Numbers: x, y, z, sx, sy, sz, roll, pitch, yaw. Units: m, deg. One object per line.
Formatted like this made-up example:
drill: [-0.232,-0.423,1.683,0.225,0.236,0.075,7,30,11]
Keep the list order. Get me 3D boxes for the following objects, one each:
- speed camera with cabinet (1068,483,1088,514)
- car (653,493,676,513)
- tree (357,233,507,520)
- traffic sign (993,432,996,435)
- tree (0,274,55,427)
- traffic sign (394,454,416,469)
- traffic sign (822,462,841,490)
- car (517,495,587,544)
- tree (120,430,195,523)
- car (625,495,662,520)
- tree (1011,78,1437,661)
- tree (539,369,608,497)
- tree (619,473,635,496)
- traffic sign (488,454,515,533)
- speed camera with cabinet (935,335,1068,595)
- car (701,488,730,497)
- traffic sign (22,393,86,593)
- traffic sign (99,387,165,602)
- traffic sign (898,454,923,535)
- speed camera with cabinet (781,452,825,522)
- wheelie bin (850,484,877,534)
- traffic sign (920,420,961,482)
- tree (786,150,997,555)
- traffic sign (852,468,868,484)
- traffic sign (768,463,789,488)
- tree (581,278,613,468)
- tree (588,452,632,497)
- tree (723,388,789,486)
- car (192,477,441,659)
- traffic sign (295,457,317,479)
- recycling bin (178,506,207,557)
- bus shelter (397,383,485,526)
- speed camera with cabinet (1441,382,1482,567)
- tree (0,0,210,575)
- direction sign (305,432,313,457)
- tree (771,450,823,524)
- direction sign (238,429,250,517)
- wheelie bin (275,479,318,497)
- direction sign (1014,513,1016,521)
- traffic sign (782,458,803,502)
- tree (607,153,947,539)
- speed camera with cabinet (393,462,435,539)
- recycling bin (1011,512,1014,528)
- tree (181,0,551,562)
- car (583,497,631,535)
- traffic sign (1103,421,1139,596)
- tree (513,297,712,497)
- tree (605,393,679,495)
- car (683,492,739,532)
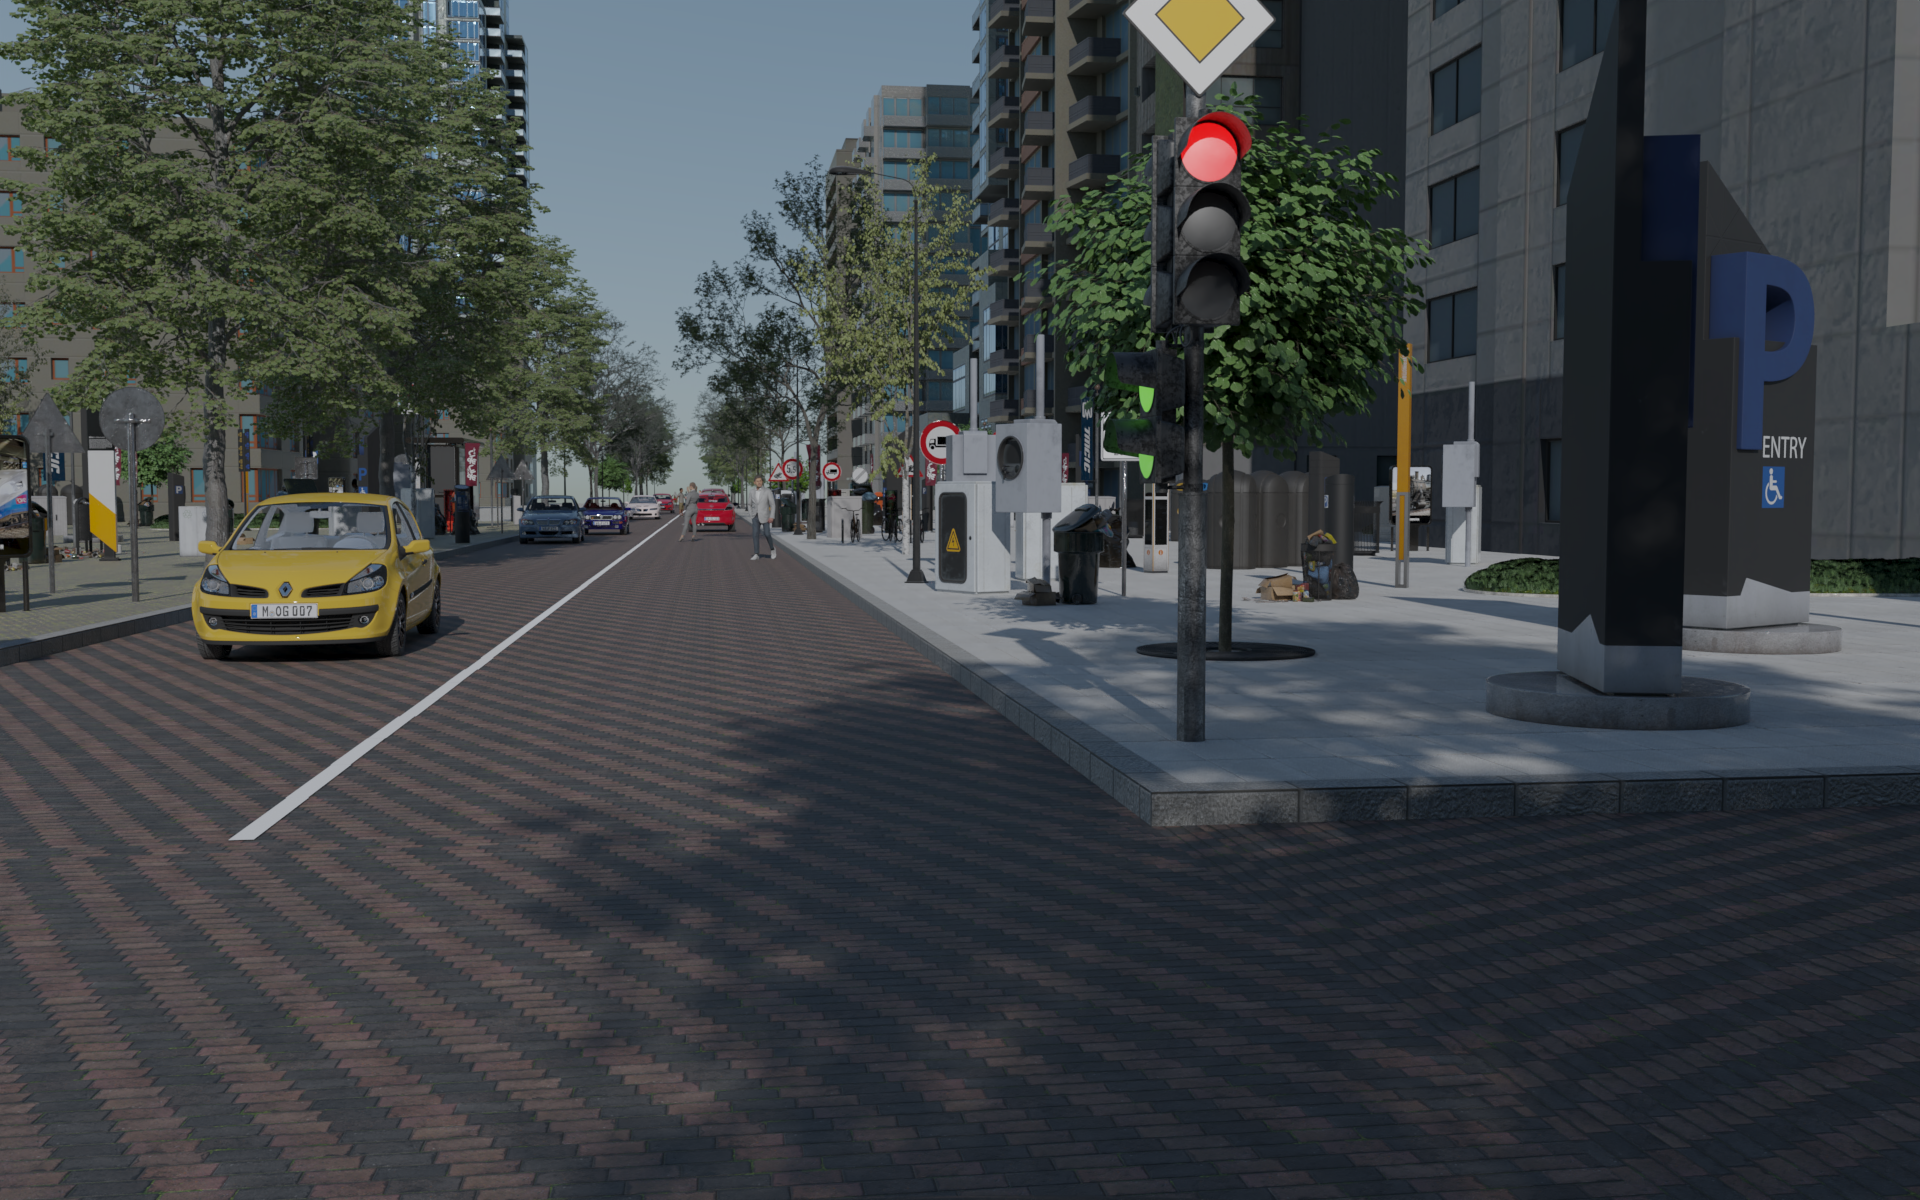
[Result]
speed camera with cabinet: [0.841,-1.917,25.680,2.038,3.252,0.660,-1,4,-11]
car: [-22.338,-7.384,129.770,2.155,1.783,4.494,0,4,-7]
tree: [-14.307,-5.844,45.908,4.360,8.622,3.978,0,3,0]
traffic sign: [0.917,-2.014,33.035,0.768,2.556,0.104,0,4,-4]
tree: [-32.295,-6.534,57.198,4.360,8.622,3.978,0,3,0]
traffic sign: [-17.696,-3.364,55.102,0.768,2.556,0.104,0,4,-2]
traffic sign: [-5.098,-4.208,68.911,0.768,2.556,0.104,0,4,-4]
car: [-12.119,-2.419,51.549,2.014,1.417,4.499,-1,4,-10]
tree: [-33.786,-5.421,72.347,4.285,4.588,4.351,0,3,0]
car: [-18.000,-5.270,98.520,2.083,1.381,4.827,-1,4,-9]
tree: [2.058,-1.844,13.868,4.285,4.588,4.351,0,3,0]
tree: [-25.464,-11.364,120.214,8.767,10.594,7.601,0,4,8]
tree: [-29.720,-9.831,155.334,1.663,3.219,1.824,0,3,0]
traffic sign: [-14.921,-3.448,56.372,0.884,2.594,0.081,0,4,-2]
speed camera with cabinet: [0.455,-1.695,22.053,0.660,3.252,2.038,-2,4,-34]
car: [-16.656,-6.624,116.971,2.281,1.827,5.304,0,4,-7]
traffic sign: [-11.719,-1.363,22.293,0.884,2.594,0.081,0,4,-8]
traffic sign: [-9.828,-1.252,20.575,0.768,2.556,0.104,0,4,-2]
traffic sign: [-1.582,-3.292,53.829,0.884,2.594,0.081,0,4,-7]
speed camera with cabinet: [-7.102,-5.095,77.640,2.038,3.252,0.660,0,4,3]
wheelie bin: [-3.120,-2.918,55.616,0.980,1.594,0.693,1,4,23]
traffic sign: [-0.316,-1.824,29.934,0.768,2.556,0.104,0,4,-4]
tree: [-1.388,-5.268,36.492,4.737,8.622,4.395,0,3,0]
traffic sign: [-4.806,-5.083,83.215,0.768,2.556,0.104,0,4,-8]
traffic sign: [-7.553,-4.409,72.098,0.884,2.594,0.081,0,4,-5]
tree: [-18.662,-9.664,76.136,7.486,12.596,7.792,0,3,0]
tree: [-27.430,-9.305,135.857,4.285,4.588,4.351,0,3,0]
tree: [-12.442,-9.564,106.730,4.360,8.622,3.978,0,3,0]
car: [-5.967,-0.374,16.335,2.015,1.641,3.980,-1,4,-10]
traffic sign: [-18.137,-2.810,48.070,0.606,2.300,0.079,0,4,-3]
recycling bin: [-15.667,-1.420,35.774,0.722,1.027,0.722,-1,4,-11]
bus shelter: [-19.563,-5.357,65.217,2.179,5.291,8.768,-1,4,-8]
speed camera with cabinet: [9.079,-2.262,31.314,0.660,3.252,2.038,1,4,20]
tree: [-11.728,-6.708,27.798,7.486,12.596,7.792,0,3,0]
direction sign: [-21.518,-3.997,57.344,0.379,3.537,0.876,0,4,-8]
tree: [-7.024,-4.928,75.178,1.663,3.219,1.824,0,3,0]
direction sign: [-24.890,-4.176,60.271,0.876,3.537,0.379,3,5,44]
wheelie bin: [-13.528,-1.681,35.389,0.693,1.594,0.980,3,5,42]
direction sign: [2.657,-5.629,84.032,0.379,3.537,0.876,1,4,13]
traffic sign: [-5.952,-3.761,61.599,0.768,2.556,0.104,0,4,-8]
tree: [-4.289,-6.978,48.496,8.767,10.594,7.601,1,4,8]
speed camera with cabinet: [-15.891,-3.399,49.908,0.660,3.252,2.038,-3,5,-45]
recycling bin: [1.618,-3.301,66.530,0.722,1.027,0.722,-1,4,-21]
tree: [-12.542,-7.390,38.958,7.486,12.596,7.792,0,3,0]
car: [-12.690,-3.003,61.675,1.945,1.354,3.894,-1,4,-9]
traffic sign: [2.057,-1.196,21.689,0.606,2.300,0.079,0,4,-5]
tree: [-22.647,-12.048,107.347,12.009,13.543,11.850,0,3,0]
tree: [-39.413,-18.755,213.298,9.857,13.997,8.962,0,3,0]
car: [-9.625,-3.544,66.980,2.155,1.783,4.494,-1,4,-9]
